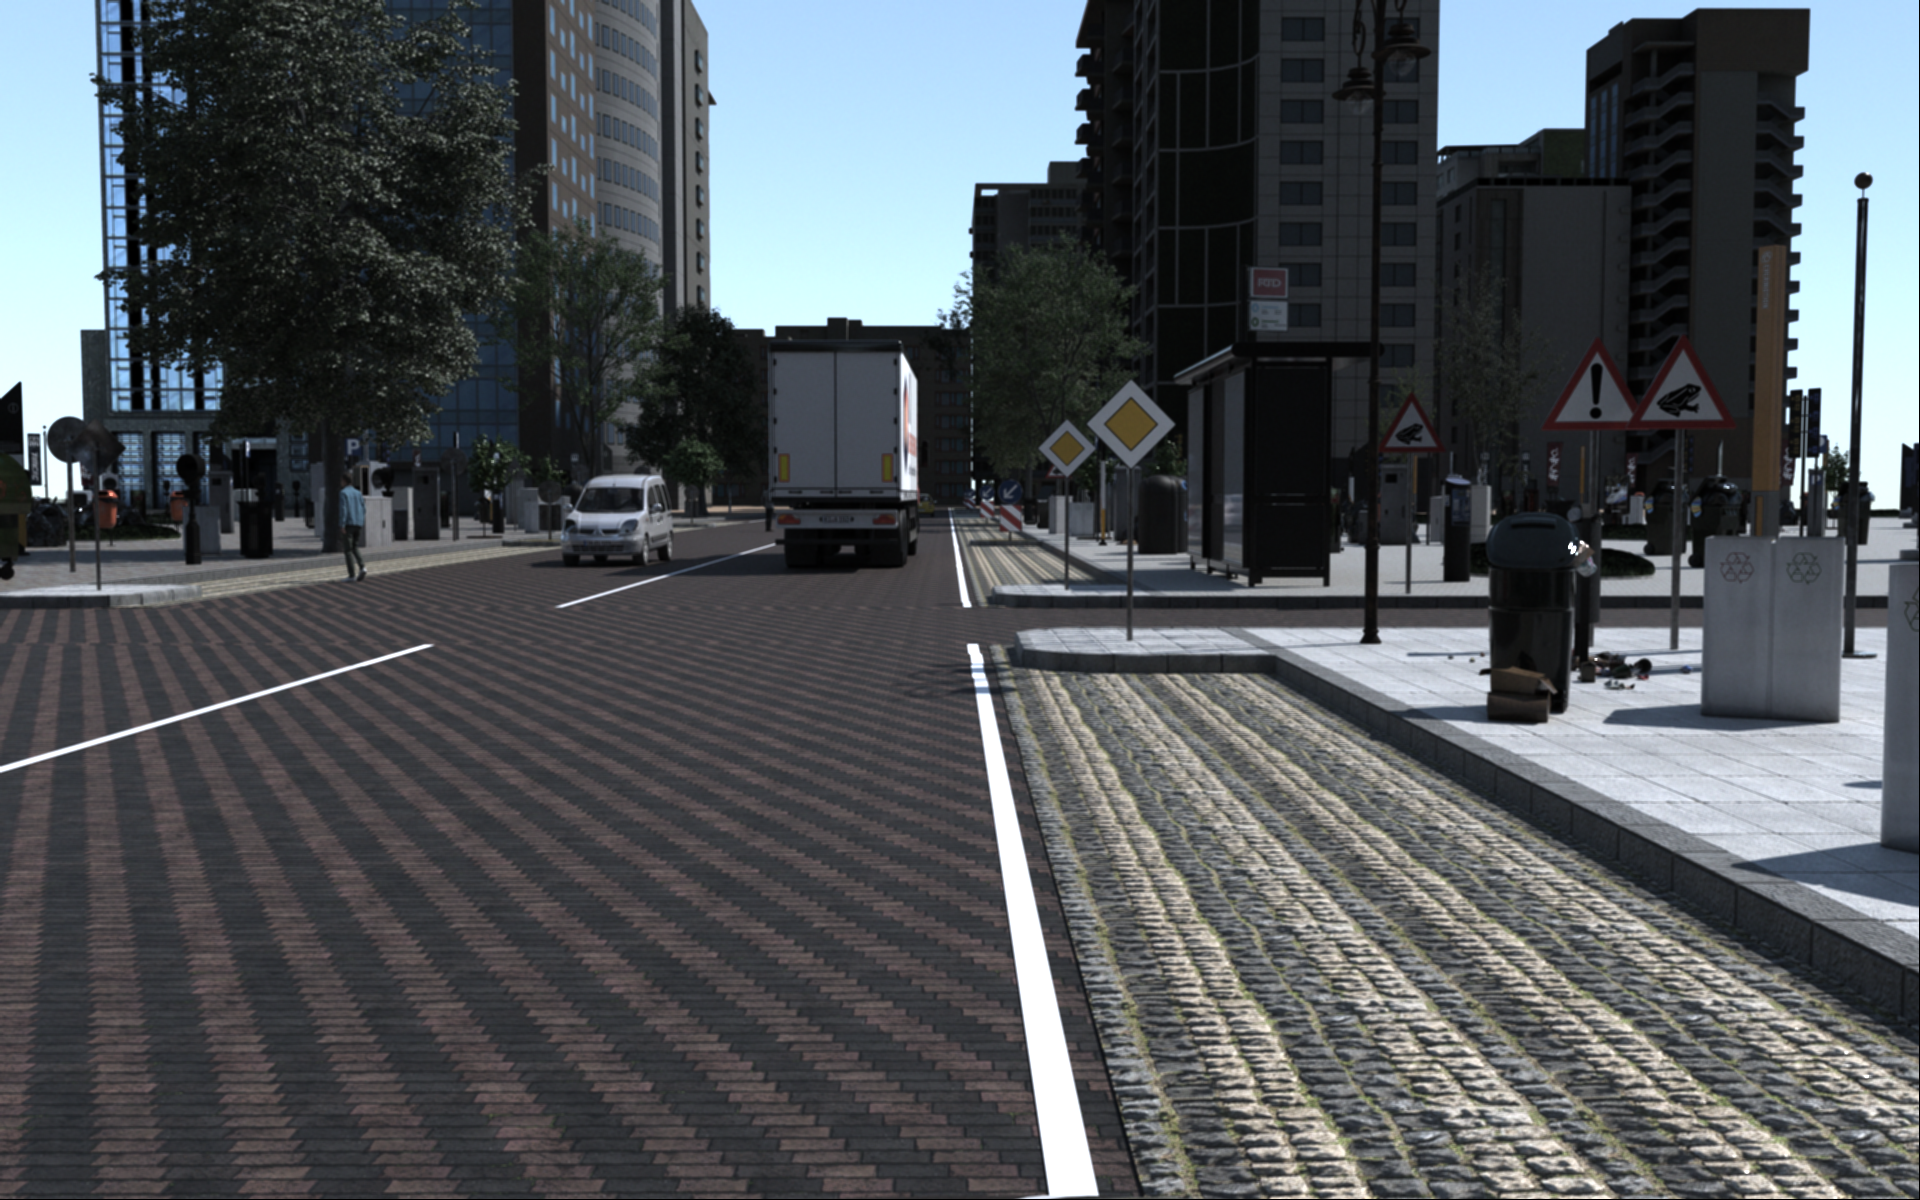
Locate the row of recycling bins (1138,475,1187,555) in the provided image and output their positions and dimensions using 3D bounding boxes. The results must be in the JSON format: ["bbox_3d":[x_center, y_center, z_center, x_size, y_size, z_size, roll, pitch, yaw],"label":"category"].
[{"bbox_3d":[4.826,-1.906,38.277,1.069,1.692,3.534,2,4,28],"label":"row of recycling bins"}]

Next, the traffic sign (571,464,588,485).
[{"bbox_3d":[-16.251,-4.517,73.952,0.768,2.556,0.104,0,4,4],"label":"traffic sign"}]

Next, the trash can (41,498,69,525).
[{"bbox_3d":[-26.228,-2.369,50.385,0.748,1.137,0.748,0,3,0],"label":"trash can"}]

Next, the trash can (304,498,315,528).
[{"bbox_3d":[-24.203,-3.256,64.893,0.748,1.137,0.748,0,3,0],"label":"trash can"}]

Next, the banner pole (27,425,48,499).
[{"bbox_3d":[-33.452,-4.461,62.954,0.401,3.779,0.863,3,4,36],"label":"banner pole"}]

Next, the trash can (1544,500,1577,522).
[{"bbox_3d":[14.369,-1.826,41.505,0.748,1.137,0.748,0,3,0],"label":"trash can"}]

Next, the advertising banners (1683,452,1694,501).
[{"bbox_3d":[30.186,-4.633,71.930,0.090,3.025,2.074,1,4,9],"label":"advertising banners"}]

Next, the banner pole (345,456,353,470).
[{"bbox_3d":[-31.833,-6.120,90.077,0.863,3.779,0.401,-2,4,-23],"label":"banner pole"}]

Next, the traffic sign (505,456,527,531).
[{"bbox_3d":[-15.353,-3.652,59.719,0.884,2.594,0.081,0,4,7],"label":"traffic sign"}]

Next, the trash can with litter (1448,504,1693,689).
[{"bbox_3d":[4.394,-0.085,12.449,1.678,1.210,2.233,1,4,15],"label":"trash can with litter"}]

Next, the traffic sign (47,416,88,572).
[{"bbox_3d":[-14.580,-1.730,28.389,0.768,2.556,0.104,0,4,1],"label":"traffic sign"}]

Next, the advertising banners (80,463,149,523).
[{"bbox_3d":[-27.236,-3.639,55.681,2.074,3.025,0.090,-2,4,-32],"label":"advertising banners"}]

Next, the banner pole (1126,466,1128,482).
[{"bbox_3d":[4.493,-3.417,45.884,0.401,3.779,0.863,1,4,18],"label":"banner pole"}]

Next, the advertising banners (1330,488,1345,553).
[{"bbox_3d":[7.533,-2.501,37.087,2.074,3.025,0.090,-3,4,-38],"label":"advertising banners"}]

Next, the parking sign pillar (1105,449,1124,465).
[{"bbox_3d":[8.132,-6.151,89.049,1.447,3.967,1.447,-1,4,-9],"label":"parking sign pillar"}]

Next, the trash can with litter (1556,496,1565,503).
[{"bbox_3d":[31.219,-4.762,89.246,0.624,1.170,1.055,-3,5,-41],"label":"trash can with litter"}]

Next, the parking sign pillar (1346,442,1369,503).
[{"bbox_3d":[20.445,-6.128,88.670,1.447,3.967,1.447,3,5,40],"label":"parking sign pillar"}]

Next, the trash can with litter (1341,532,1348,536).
[{"bbox_3d":[11.090,-2.588,53.366,2.233,1.210,1.678,0,4,5],"label":"trash can with litter"}]

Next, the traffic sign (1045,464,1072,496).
[{"bbox_3d":[3.249,-3.502,57.265,0.884,2.594,0.081,0,4,5],"label":"traffic sign"}]

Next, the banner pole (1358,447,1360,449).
[{"bbox_3d":[21.523,-6.281,92.705,0.863,3.779,0.401,-2,4,-25],"label":"banner pole"}]

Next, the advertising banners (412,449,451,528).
[{"bbox_3d":[-20.330,-4.305,66.578,2.074,3.025,0.090,2,4,32],"label":"advertising banners"}]

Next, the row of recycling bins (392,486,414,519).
[{"bbox_3d":[-29.080,-5.079,90.158,1.069,1.692,3.534,-3,4,-38],"label":"row of recycling bins"}]

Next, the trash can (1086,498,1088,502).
[{"bbox_3d":[5.077,-3.268,65.078,0.748,1.137,0.748,0,3,0],"label":"trash can"}]

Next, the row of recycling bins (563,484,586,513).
[{"bbox_3d":[-14.821,-3.857,70.173,1.069,1.692,3.534,1,4,21],"label":"row of recycling bins"}]

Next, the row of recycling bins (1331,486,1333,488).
[{"bbox_3d":[17.115,-4.678,83.593,1.069,1.692,3.534,-1,4,-12],"label":"row of recycling bins"}]

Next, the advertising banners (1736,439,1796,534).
[{"bbox_3d":[25.752,-3.628,55.512,2.074,3.025,0.090,3,5,43],"label":"advertising banners"}]

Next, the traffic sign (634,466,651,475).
[{"bbox_3d":[-14.286,-4.758,77.907,0.768,2.556,0.104,0,4,1],"label":"traffic sign"}]

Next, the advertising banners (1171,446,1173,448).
[{"bbox_3d":[7.276,-4.099,63.205,2.074,3.025,0.090,-2,4,-34],"label":"advertising banners"}]

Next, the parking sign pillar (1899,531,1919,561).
[{"bbox_3d":[19.067,-2.756,33.526,1.447,3.967,1.447,0,4,7],"label":"parking sign pillar"}]

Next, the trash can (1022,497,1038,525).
[{"bbox_3d":[2.971,-3.726,72.568,0.748,1.137,0.748,0,3,0],"label":"trash can"}]

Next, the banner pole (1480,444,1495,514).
[{"bbox_3d":[26.510,-5.930,86.977,0.863,3.779,0.401,1,4,19],"label":"banner pole"}]

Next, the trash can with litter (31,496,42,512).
[{"bbox_3d":[-31.040,-2.919,58.786,1.678,1.210,2.233,0,4,-2],"label":"trash can with litter"}]

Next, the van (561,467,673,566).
[{"bbox_3d":[-7.059,-1.765,35.863,2.013,2.044,4.112,0,4,1],"label":"van"}]

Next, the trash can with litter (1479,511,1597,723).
[{"bbox_3d":[3.368,0.079,10.093,0.624,1.170,1.055,1,4,21],"label":"trash can with litter"}]

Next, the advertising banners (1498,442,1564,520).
[{"bbox_3d":[19.282,-3.813,58.527,2.074,3.025,0.090,2,4,27],"label":"advertising banners"}]

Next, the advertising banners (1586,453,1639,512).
[{"bbox_3d":[27.623,-4.719,73.351,2.074,3.025,0.090,1,4,15],"label":"advertising banners"}]

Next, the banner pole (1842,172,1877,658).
[{"bbox_3d":[6.926,-1.429,13.382,0.401,3.779,0.863,2,4,27],"label":"banner pole"}]

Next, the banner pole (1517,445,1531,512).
[{"bbox_3d":[28.481,-5.973,87.677,0.401,3.779,0.863,-3,5,-39],"label":"banner pole"}]

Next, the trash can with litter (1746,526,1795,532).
[{"bbox_3d":[27.643,-2.931,58.979,1.678,1.210,2.233,1,4,19],"label":"trash can with litter"}]

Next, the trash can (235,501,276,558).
[{"bbox_3d":[-14.088,-1.408,34.668,0.748,1.137,0.748,0,3,0],"label":"trash can"}]

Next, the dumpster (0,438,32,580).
[{"bbox_3d":[-14.653,-1.378,25.030,1.502,2.255,1.985,0,4,0],"label":"dumpster"}]

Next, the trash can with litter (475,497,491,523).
[{"bbox_3d":[-20.854,-3.983,76.512,0.624,1.170,1.055,2,4,29],"label":"trash can with litter"}]

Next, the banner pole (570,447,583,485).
[{"bbox_3d":[-20.013,-6.161,90.745,0.863,3.779,0.401,-2,4,-34],"label":"banner pole"}]

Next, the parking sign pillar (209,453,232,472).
[{"bbox_3d":[-40.344,-6.486,94.519,1.447,3.967,1.447,2,4,26],"label":"parking sign pillar"}]

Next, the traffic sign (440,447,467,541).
[{"bbox_3d":[-13.822,-2.886,47.286,0.768,2.556,0.104,1,4,9],"label":"traffic sign"}]

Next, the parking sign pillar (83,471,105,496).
[{"bbox_3d":[-48.521,-6.641,97.046,1.447,3.967,1.447,2,4,24],"label":"parking sign pillar"}]
